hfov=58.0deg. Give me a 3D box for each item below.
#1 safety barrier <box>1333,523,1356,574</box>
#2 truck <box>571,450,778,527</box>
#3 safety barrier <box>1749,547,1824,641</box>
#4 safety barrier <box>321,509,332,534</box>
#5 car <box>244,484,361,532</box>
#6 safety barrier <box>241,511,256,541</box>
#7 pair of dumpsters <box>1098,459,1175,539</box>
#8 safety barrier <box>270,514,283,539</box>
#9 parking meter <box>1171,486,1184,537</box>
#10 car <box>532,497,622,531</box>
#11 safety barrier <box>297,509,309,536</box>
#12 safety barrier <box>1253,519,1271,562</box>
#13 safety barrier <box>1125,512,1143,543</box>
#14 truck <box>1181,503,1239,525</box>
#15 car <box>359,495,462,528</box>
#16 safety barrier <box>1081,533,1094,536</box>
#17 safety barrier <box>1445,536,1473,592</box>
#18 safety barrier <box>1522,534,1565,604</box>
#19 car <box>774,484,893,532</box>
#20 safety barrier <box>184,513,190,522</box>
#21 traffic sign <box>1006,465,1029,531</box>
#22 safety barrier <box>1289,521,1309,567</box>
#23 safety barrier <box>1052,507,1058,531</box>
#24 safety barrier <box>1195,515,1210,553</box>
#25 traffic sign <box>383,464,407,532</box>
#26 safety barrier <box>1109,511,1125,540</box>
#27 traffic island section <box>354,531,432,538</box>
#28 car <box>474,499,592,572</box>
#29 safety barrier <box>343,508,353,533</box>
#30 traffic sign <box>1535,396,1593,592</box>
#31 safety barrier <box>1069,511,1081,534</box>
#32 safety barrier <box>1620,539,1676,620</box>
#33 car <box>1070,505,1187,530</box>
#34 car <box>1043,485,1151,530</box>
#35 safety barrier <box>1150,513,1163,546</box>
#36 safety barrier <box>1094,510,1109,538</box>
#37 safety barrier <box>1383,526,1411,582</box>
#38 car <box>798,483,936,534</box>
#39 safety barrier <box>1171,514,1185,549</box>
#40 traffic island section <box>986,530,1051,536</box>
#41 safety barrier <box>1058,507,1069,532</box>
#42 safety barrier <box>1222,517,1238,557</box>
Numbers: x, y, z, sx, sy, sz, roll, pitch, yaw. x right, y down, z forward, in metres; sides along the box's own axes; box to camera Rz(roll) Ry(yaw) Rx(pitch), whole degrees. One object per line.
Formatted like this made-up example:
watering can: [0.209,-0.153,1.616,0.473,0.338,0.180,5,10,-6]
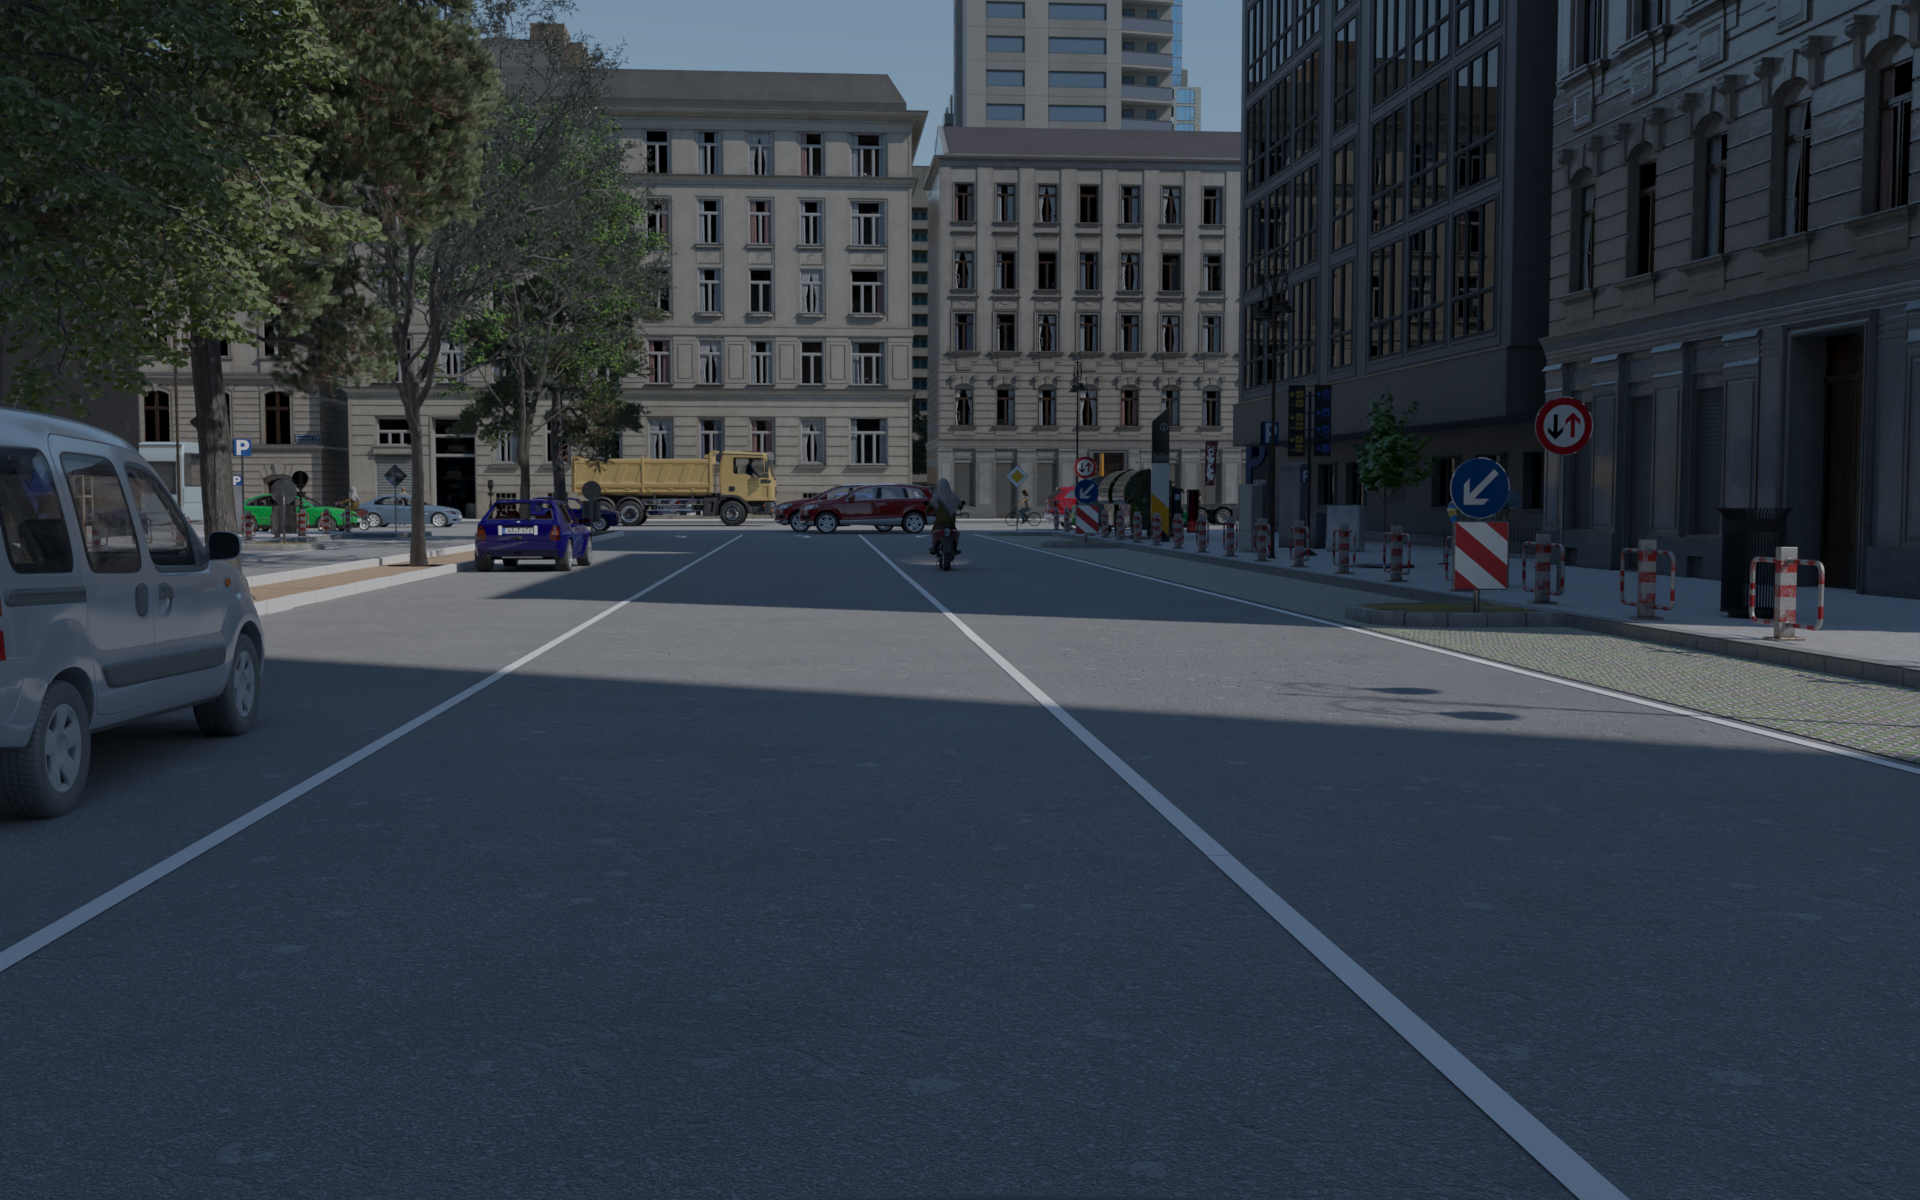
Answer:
safety barrier: [6.163,-0.827,27.795,0.300,0.817,1.120,0,4,-5]
truck: [-12.276,-4.994,77.569,9.791,3.379,3.469,0,4,-4]
safety barrier: [7.228,-0.055,15.168,0.300,0.817,1.120,0,4,-5]
safety barrier: [-20.153,-2.497,55.104,0.300,0.817,1.120,0,4,-5]
car: [-24.205,-3.305,62.840,4.718,1.807,1.959,0,4,-5]
safety barrier: [-19.515,-2.033,47.518,0.300,0.817,1.120,0,4,-5]
pair of dumpsters: [5.173,-2.961,50.901,1.574,2.255,4.437,0,4,-5]
safety barrier: [-19.730,-2.187,50.037,0.300,0.817,1.120,0,4,-5]
parking meter: [6.502,-2.657,51.851,0.372,1.533,0.369,0,3,0]
car: [-15.123,-3.339,67.172,3.894,1.354,1.945,0,4,-7]
safety barrier: [-19.936,-2.341,52.557,0.300,0.817,1.120,0,4,-5]
safety barrier: [5.730,-1.137,32.861,0.300,0.817,1.120,0,4,-5]
safety barrier: [4.659,-1.911,45.518,0.300,0.817,1.120,0,4,-5]
truck: [18.361,-5.544,80.411,18.799,4.110,2.967,0,4,-3]
car: [-23.871,-3.847,74.896,4.499,1.417,2.014,0,4,-4]
safety barrier: [4.022,-2.374,53.089,0.300,0.817,1.120,0,4,-5]
safety barrier: [6.588,-0.518,22.749,0.300,0.817,1.120,0,4,-5]
safety barrier: [6.801,-0.363,20.206,0.300,0.817,1.120,0,4,-5]
car: [-4.398,-3.494,65.798,5.304,1.827,2.281,0,4,-4]
safety barrier: [-19.086,-1.725,42.480,0.300,0.817,1.120,0,4,-5]
traffic sign: [1.974,-3.440,59.880,0.795,2.450,0.064,0,4,-5]
safety barrier: [5.944,-0.983,30.342,0.300,0.817,1.120,0,4,-5]
safety barrier: [3.379,-2.838,60.669,0.300,0.817,1.120,0,4,-5]
safety barrier: [5.304,-1.445,37.907,0.300,0.817,1.120,0,4,-5]
traffic sign: [-18.947,-3.333,58.137,0.795,2.450,0.064,0,4,-5]
safety barrier: [4.448,-2.066,48.049,0.300,0.817,1.120,0,4,-5]
traffic island section: [-18.970,-2.197,58.197,2.009,0.180,2.903,0,4,-5]
car: [-8.155,-1.270,33.338,1.945,1.354,3.894,0,4,-4]
safety barrier: [-20.368,-2.651,57.623,0.300,0.817,1.120,0,4,-5]
traffic sign: [7.877,-1.381,22.687,0.768,2.556,0.104,0,4,-2]
safety barrier: [3.802,-2.529,55.630,0.300,0.817,1.120,0,4,-5]
safety barrier: [7.014,-0.209,17.687,0.300,0.817,1.120,0,4,-5]
car: [6.363,-3.369,63.884,4.718,1.807,1.959,0,4,-4]
car: [6.018,-3.732,69.692,5.304,1.827,2.281,0,4,-6]
safety barrier: [4.875,-1.756,42.990,0.300,0.817,1.120,0,4,-5]
safety barrier: [4.232,-2.220,50.568,0.300,0.817,1.120,0,4,-5]
safety barrier: [6.372,-0.673,25.275,0.300,0.817,1.120,0,4,-5]
car: [-3.227,-3.329,63.099,5.304,1.827,2.281,0,4,-6]
safety barrier: [5.093,-1.600,40.439,0.300,0.817,1.120,0,4,-5]
traffic island section: [1.997,-2.305,59.959,2.009,0.180,2.903,0,4,-5]
safety barrier: [3.589,-2.683,58.149,0.300,0.817,1.120,0,4,-5]
safety barrier: [5.522,-1.291,35.387,0.300,0.817,1.120,0,4,-5]
